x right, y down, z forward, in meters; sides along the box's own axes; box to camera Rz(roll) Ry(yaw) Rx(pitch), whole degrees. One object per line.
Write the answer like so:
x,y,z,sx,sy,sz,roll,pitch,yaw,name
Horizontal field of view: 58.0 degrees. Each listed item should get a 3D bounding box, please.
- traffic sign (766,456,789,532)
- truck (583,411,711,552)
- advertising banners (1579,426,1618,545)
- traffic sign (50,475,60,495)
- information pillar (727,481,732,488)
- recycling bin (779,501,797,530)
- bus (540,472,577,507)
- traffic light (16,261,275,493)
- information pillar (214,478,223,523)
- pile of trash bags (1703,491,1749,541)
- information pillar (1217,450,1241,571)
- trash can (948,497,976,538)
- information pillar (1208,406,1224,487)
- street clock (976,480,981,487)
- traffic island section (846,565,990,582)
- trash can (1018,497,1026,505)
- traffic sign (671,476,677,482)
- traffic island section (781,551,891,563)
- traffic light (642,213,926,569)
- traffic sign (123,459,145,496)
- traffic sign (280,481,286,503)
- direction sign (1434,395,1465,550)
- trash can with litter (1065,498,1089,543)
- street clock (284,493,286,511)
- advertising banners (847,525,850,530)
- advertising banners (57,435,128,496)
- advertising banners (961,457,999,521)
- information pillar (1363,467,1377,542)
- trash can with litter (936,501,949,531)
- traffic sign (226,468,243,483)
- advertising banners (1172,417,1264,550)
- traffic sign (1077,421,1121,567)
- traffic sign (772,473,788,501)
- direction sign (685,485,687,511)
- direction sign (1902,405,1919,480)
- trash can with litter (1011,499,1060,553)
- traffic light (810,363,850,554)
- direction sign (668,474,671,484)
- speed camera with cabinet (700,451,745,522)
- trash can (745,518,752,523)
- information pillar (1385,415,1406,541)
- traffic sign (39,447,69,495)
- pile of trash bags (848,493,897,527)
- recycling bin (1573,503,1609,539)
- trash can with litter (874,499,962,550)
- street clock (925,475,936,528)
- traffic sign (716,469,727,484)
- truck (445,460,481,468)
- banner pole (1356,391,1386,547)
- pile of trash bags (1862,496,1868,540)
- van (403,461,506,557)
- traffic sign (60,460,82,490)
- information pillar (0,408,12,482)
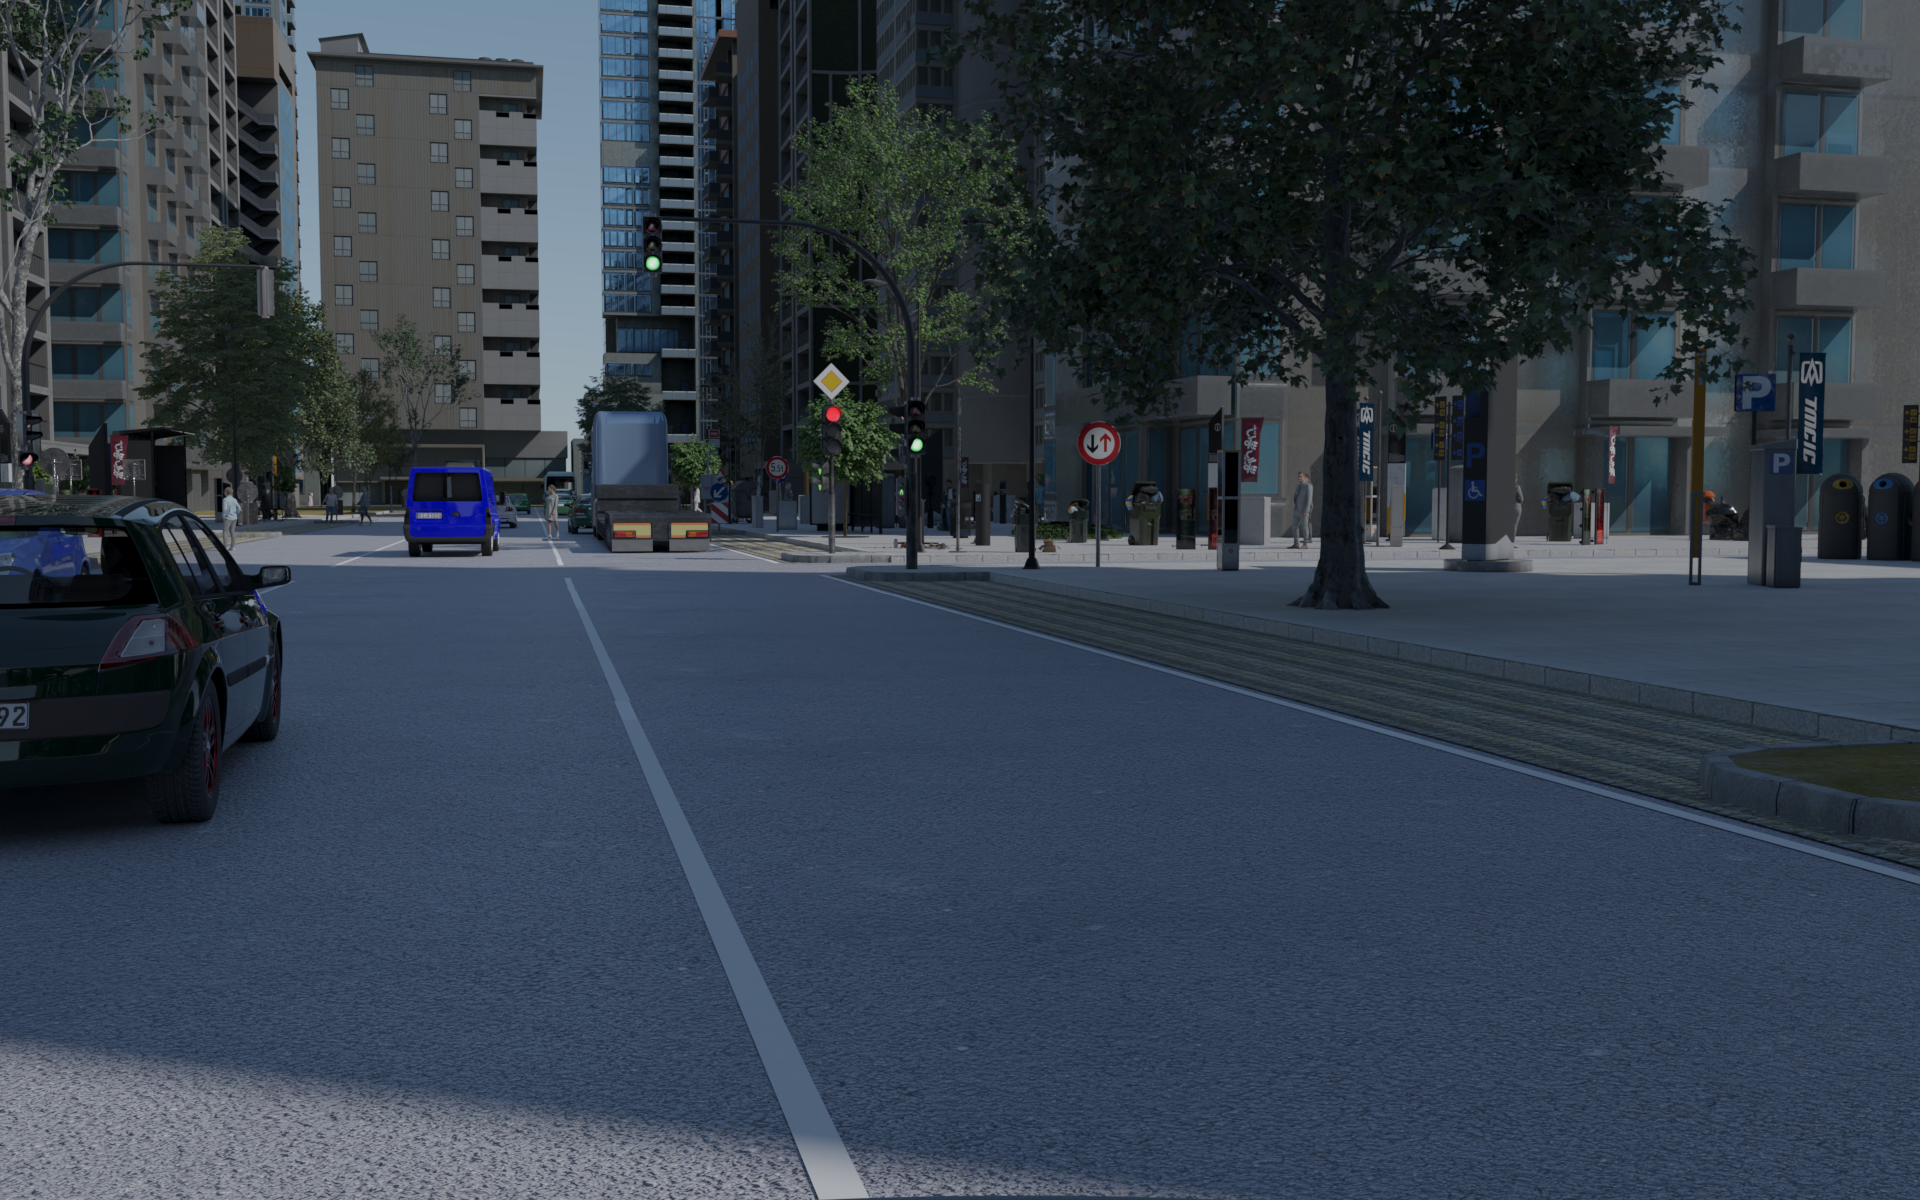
-6.161,-3.568,58.441,0.768,2.556,0.104,0,4,-5,traffic sign
-9.395,-3.740,50.900,2.967,4.110,18.799,-1,4,-13,truck
16.220,-2.920,43.924,0.090,3.025,2.074,3,5,44,advertising banners
-27.320,-3.200,52.424,0.768,2.556,0.104,-1,4,-8,traffic sign
-13.019,-5.687,97.481,0.304,2.012,0.304,3,4,39,information pillar
-6.249,-3.052,62.446,0.722,1.027,0.722,0,4,-8,recycling bin
-34.261,-9.364,147.958,2.948,3.499,13.247,-1,4,-14,bus
-15.969,-3.628,33.981,4.771,5.953,1.251,-1,4,-14,traffic light
-33.446,-4.505,78.146,0.304,2.012,0.304,-3,4,-36,information pillar
21.837,-2.386,48.770,1.912,1.369,3.447,-1,4,-12,pile of trash bags
4.486,-1.496,28.953,0.304,2.012,0.304,-1,4,-10,information pillar
0.015,-2.367,50.349,0.748,1.137,0.748,0,3,0,trash can
6.876,-3.371,46.464,0.183,3.616,0.504,-3,5,-40,information pillar
0.974,-5.263,90.618,0.358,2.002,0.471,0,4,4,street clock
-0.812,-0.448,29.604,2.009,0.180,2.903,-1,4,-14,traffic island section
2.994,-4.111,78.869,0.748,1.137,0.748,0,3,0,trash can
-17.402,-6.521,106.718,0.768,2.556,0.104,-1,4,-11,traffic sign
-2.741,-0.922,37.353,2.009,0.180,2.903,-1,4,-14,traffic island section
-2.863,-3.313,28.838,4.771,5.953,1.251,-1,4,-14,traffic light
-24.224,-2.978,50.823,0.606,2.300,0.079,-1,4,-10,traffic sign
-40.290,-6.330,103.493,0.884,2.594,0.081,-1,4,-13,traffic sign
11.275,-2.935,39.978,0.379,3.537,0.876,-2,4,-31,direction sign
3.005,-2.097,45.676,0.624,1.170,1.055,-1,4,-15,trash can with litter
-38.663,-5.803,99.446,0.358,2.002,0.471,-3,4,-36,street clock
-4.114,-4.036,62.175,0.090,3.025,2.074,-1,4,-19,advertising banners
-25.564,-3.358,51.099,2.074,3.025,0.090,0,4,-4,advertising banners
0.868,-5.205,81.297,2.074,3.025,0.090,2,4,27,advertising banners
10.998,-2.561,46.365,0.304,2.012,0.304,-3,4,-36,information pillar
-0.542,-2.991,60.291,0.624,1.170,1.055,-2,4,-24,trash can with litter
-35.155,-5.128,83.948,0.768,2.556,0.104,-1,4,-13,traffic sign
5.911,-2.662,39.709,2.074,3.025,0.090,1,4,16,advertising banners
2.428,-1.853,30.404,0.768,2.556,0.104,0,4,-5,traffic sign
-8.245,-4.835,79.158,0.768,2.556,0.104,-1,4,-12,traffic sign
-15.995,-6.673,101.102,0.379,3.537,0.876,0,4,0,direction sign
24.383,-3.179,43.967,0.876,3.537,0.379,1,4,14,direction sign
1.668,-1.638,38.169,1.055,1.170,0.624,0,4,-7,trash can with litter
-2.782,-2.955,37.229,0.839,4.253,0.868,-1,4,-14,traffic light
-17.765,-6.956,105.719,0.379,3.537,0.876,0,4,4,direction sign
-10.913,-5.235,79.934,2.038,3.252,0.660,0,4,5,speed camera with cabinet
-9.227,-3.991,76.905,0.748,1.137,0.748,0,3,0,trash can
11.814,-3.398,46.912,0.504,3.616,0.183,2,4,24,information pillar
-24.756,-2.891,47.371,0.768,2.556,0.104,-1,4,-9,traffic sign
-3.518,-3.583,68.342,1.912,1.369,3.447,-3,4,-38,pile of trash bags
18.182,-2.283,49.879,0.722,1.027,0.722,-1,4,-15,recycling bin
-0.869,-1.812,40.680,1.678,1.210,2.233,-3,5,-39,trash can with litter
-1.109,-3.682,64.779,0.358,2.002,0.471,2,4,28,street clock
-12.151,-5.372,87.832,0.884,2.594,0.081,0,4,-6,traffic sign
-41.327,-9.482,143.950,2.839,4.237,11.283,-1,4,-13,truck
9.945,-3.172,41.874,0.863,3.779,0.401,-2,4,-27,banner pole
25.939,-2.426,49.414,1.912,1.369,3.447,3,5,42,pile of trash bags
-12.073,-2.265,41.414,2.240,2.365,5.245,-1,4,-12,van
-26.352,-3.011,51.357,0.606,2.300,0.079,0,4,-6,traffic sign
-26.007,-3.417,47.222,0.504,3.616,0.183,3,4,37,information pillar
